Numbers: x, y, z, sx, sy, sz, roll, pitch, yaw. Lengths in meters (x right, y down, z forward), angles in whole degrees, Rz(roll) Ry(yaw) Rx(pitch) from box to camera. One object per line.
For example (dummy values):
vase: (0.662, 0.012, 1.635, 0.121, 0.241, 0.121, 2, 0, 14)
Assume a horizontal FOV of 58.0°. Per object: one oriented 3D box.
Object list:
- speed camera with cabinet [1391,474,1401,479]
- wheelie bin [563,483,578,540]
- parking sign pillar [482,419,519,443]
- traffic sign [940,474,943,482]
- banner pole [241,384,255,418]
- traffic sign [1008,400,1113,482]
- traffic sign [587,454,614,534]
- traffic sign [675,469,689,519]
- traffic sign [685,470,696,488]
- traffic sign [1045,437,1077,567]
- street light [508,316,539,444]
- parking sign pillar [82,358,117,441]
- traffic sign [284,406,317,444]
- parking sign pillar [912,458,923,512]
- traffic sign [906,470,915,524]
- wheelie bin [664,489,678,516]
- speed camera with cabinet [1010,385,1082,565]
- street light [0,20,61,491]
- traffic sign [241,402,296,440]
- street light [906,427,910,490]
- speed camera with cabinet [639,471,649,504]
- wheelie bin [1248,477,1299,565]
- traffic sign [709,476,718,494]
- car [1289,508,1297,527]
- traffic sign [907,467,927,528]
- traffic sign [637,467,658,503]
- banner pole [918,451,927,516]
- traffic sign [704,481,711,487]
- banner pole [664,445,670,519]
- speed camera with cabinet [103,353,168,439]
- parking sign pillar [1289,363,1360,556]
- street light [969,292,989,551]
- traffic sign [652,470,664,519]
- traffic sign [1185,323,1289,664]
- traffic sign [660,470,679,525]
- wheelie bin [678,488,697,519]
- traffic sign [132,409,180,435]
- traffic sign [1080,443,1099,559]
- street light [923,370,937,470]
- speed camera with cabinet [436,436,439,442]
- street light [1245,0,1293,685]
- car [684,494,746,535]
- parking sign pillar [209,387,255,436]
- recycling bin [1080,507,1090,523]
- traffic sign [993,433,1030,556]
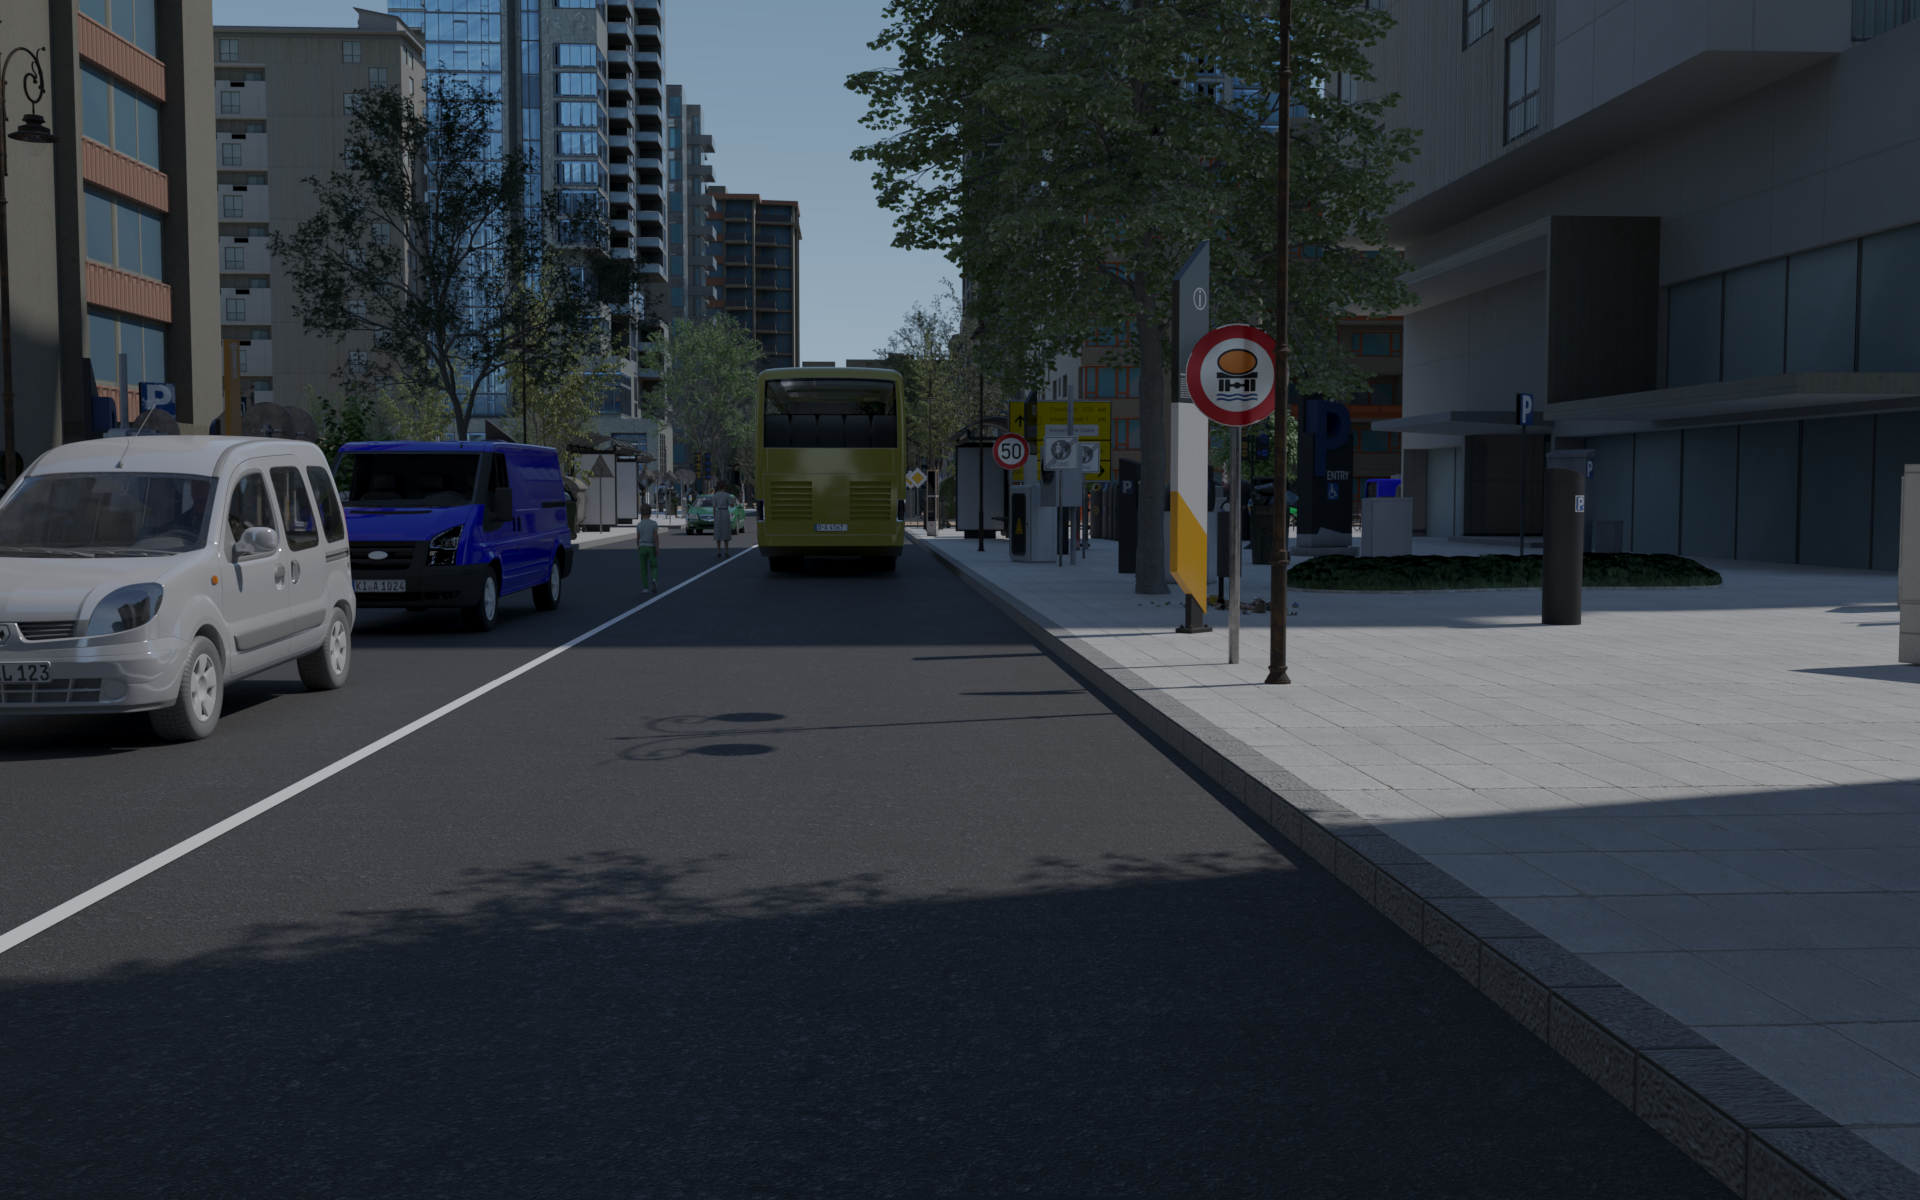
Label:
speed camera with cabinet: (31.124, -7.762, 121.245, 2.038, 3.252, 0.660, 0, 4, 6)
wheelie bin: (-11.051, -2.470, 48.299, 0.693, 1.594, 0.980, -2, 4, -27)
parking sign pillar: (-16.330, -4.472, 61.592, 1.447, 3.967, 1.447, 1, 4, 17)
traffic sign: (-1.337, -6.560, 107.357, 0.768, 2.556, 0.104, 0, 4, -3)
banner pole: (-16.148, -3.005, 39.150, 0.401, 3.779, 0.863, 2, 4, 28)
traffic sign: (2.161, -2.665, 37.447, 2.265, 3.308, 0.079, 0, 4, -2)
traffic sign: (-11.603, -3.420, 55.921, 0.884, 2.594, 0.081, 0, 4, 3)
traffic sign: (-14.131, -5.376, 88.010, 0.768, 2.556, 0.104, 0, 4, -3)
traffic sign: (-14.300, -5.572, 91.202, 0.768, 2.556, 0.104, 0, 4, 2)
traffic sign: (1.777, -1.738, 30.544, 0.606, 2.300, 0.079, 0, 4, 2)
street light: (-10.772, -4.286, 42.869, 0.468, 5.910, 1.993, 0, 4, -3)
parking sign pillar: (-17.332, -2.843, 34.963, 1.447, 3.967, 1.447, -1, 4, -19)
traffic sign: (-9.661, -1.524, 25.018, 0.768, 2.556, 0.104, 0, 4, 1)
parking sign pillar: (-3.151, -8.395, 125.734, 1.447, 3.967, 1.447, -1, 4, -14)
traffic sign: (-2.082, -4.255, 73.206, 0.795, 2.450, 0.064, 0, 4, -3)
wheelie bin: (-17.237, -5.859, 103.703, 0.693, 1.594, 0.980, 3, 4, 38)
speed camera with cabinet: (1.573, -2.306, 32.045, 0.660, 3.252, 2.038, -1, 4, -22)
street light: (-9.145, -2.680, 16.598, 0.468, 5.910, 1.993, 0, 4, -3)
traffic sign: (-9.551, -1.455, 23.900, 0.768, 2.556, 0.104, 0, 4, -2)
street light: (-2.848, -7.426, 94.210, 0.468, 5.910, 1.993, 0, 4, -3)
speed camera with cabinet: (-26.882, -9.277, 146.012, 0.660, 3.252, 2.038, 1, 4, 13)
wheelie bin: (5.673, -1.445, 31.526, 0.980, 1.594, 0.693, 2, 4, 25)
traffic sign: (-17.321, -7.421, 121.433, 0.768, 2.556, 0.104, 0, 4, 6)
car: (11.439, -3.671, 68.809, 4.718, 1.807, 1.959, 0, 4, -5)
traffic sign: (-1.594, -3.767, 65.236, 0.795, 2.450, 0.064, 0, 4, -3)
traffic sign: (-11.671, -3.731, 64.641, 0.795, 2.450, 0.064, 0, 4, -3)
banner pole: (-2.218, -6.803, 101.250, 0.863, 3.779, 0.401, -3, 5, -44)
traffic sign: (-17.872, -7.558, 123.674, 0.768, 2.556, 0.104, 0, 4, 6)
banner pole: (-15.080, -6.049, 88.912, 0.401, 3.779, 0.863, 0, 4, -7)
speed camera with cabinet: (-11.085, -1.837, 24.374, 2.038, 3.252, 0.660, 2, 4, 24)
parking sign pillar: (7.611, -2.911, 36.062, 1.447, 3.967, 1.447, -3, 4, -38)
street light: (0.476, -4.027, 38.637, 0.468, 5.910, 1.993, 0, 4, -3)
traffic sign: (-15.889, -5.551, 90.864, 0.768, 2.556, 0.104, 0, 4, 1)
traffic sign: (2.072, -0.790, 13.029, 0.768, 2.556, 0.104, 0, 4, 4)
traffic sign: (-12.159, -4.218, 72.612, 0.795, 2.450, 0.064, 0, 4, -3)
wheelie bin: (-14.085, -5.049, 90.462, 0.693, 1.594, 0.980, -2, 4, -28)
traffic sign: (-12.015, -1.576, 25.874, 0.768, 2.556, 0.104, 0, 4, 5)
traffic sign: (2.452, -1.966, 34.273, 0.606, 2.300, 0.079, 0, 4, 2)
street light: (-1.111, -5.632, 64.864, 0.468, 5.910, 1.993, 0, 4, -3)
speed camera with cabinet: (-17.782, -3.939, 58.745, 0.660, 3.252, 2.038, 0, 4, 5)
street light: (2.154, -2.372, 11.564, 0.468, 5.910, 1.993, 0, 4, -3)
car: (-8.744, -3.083, 62.202, 2.131, 1.459, 4.920, 0, 4, -2)
parking sign pillar: (-17.971, -3.320, 42.756, 1.447, 3.967, 1.447, 1, 4, 15)
recycling bin: (5.515, -3.995, 77.878, 0.722, 1.027, 0.722, -1, 4, -21)
traffic sign: (1.063, -2.196, 36.009, 0.768, 2.556, 0.104, 0, 4, 1)
